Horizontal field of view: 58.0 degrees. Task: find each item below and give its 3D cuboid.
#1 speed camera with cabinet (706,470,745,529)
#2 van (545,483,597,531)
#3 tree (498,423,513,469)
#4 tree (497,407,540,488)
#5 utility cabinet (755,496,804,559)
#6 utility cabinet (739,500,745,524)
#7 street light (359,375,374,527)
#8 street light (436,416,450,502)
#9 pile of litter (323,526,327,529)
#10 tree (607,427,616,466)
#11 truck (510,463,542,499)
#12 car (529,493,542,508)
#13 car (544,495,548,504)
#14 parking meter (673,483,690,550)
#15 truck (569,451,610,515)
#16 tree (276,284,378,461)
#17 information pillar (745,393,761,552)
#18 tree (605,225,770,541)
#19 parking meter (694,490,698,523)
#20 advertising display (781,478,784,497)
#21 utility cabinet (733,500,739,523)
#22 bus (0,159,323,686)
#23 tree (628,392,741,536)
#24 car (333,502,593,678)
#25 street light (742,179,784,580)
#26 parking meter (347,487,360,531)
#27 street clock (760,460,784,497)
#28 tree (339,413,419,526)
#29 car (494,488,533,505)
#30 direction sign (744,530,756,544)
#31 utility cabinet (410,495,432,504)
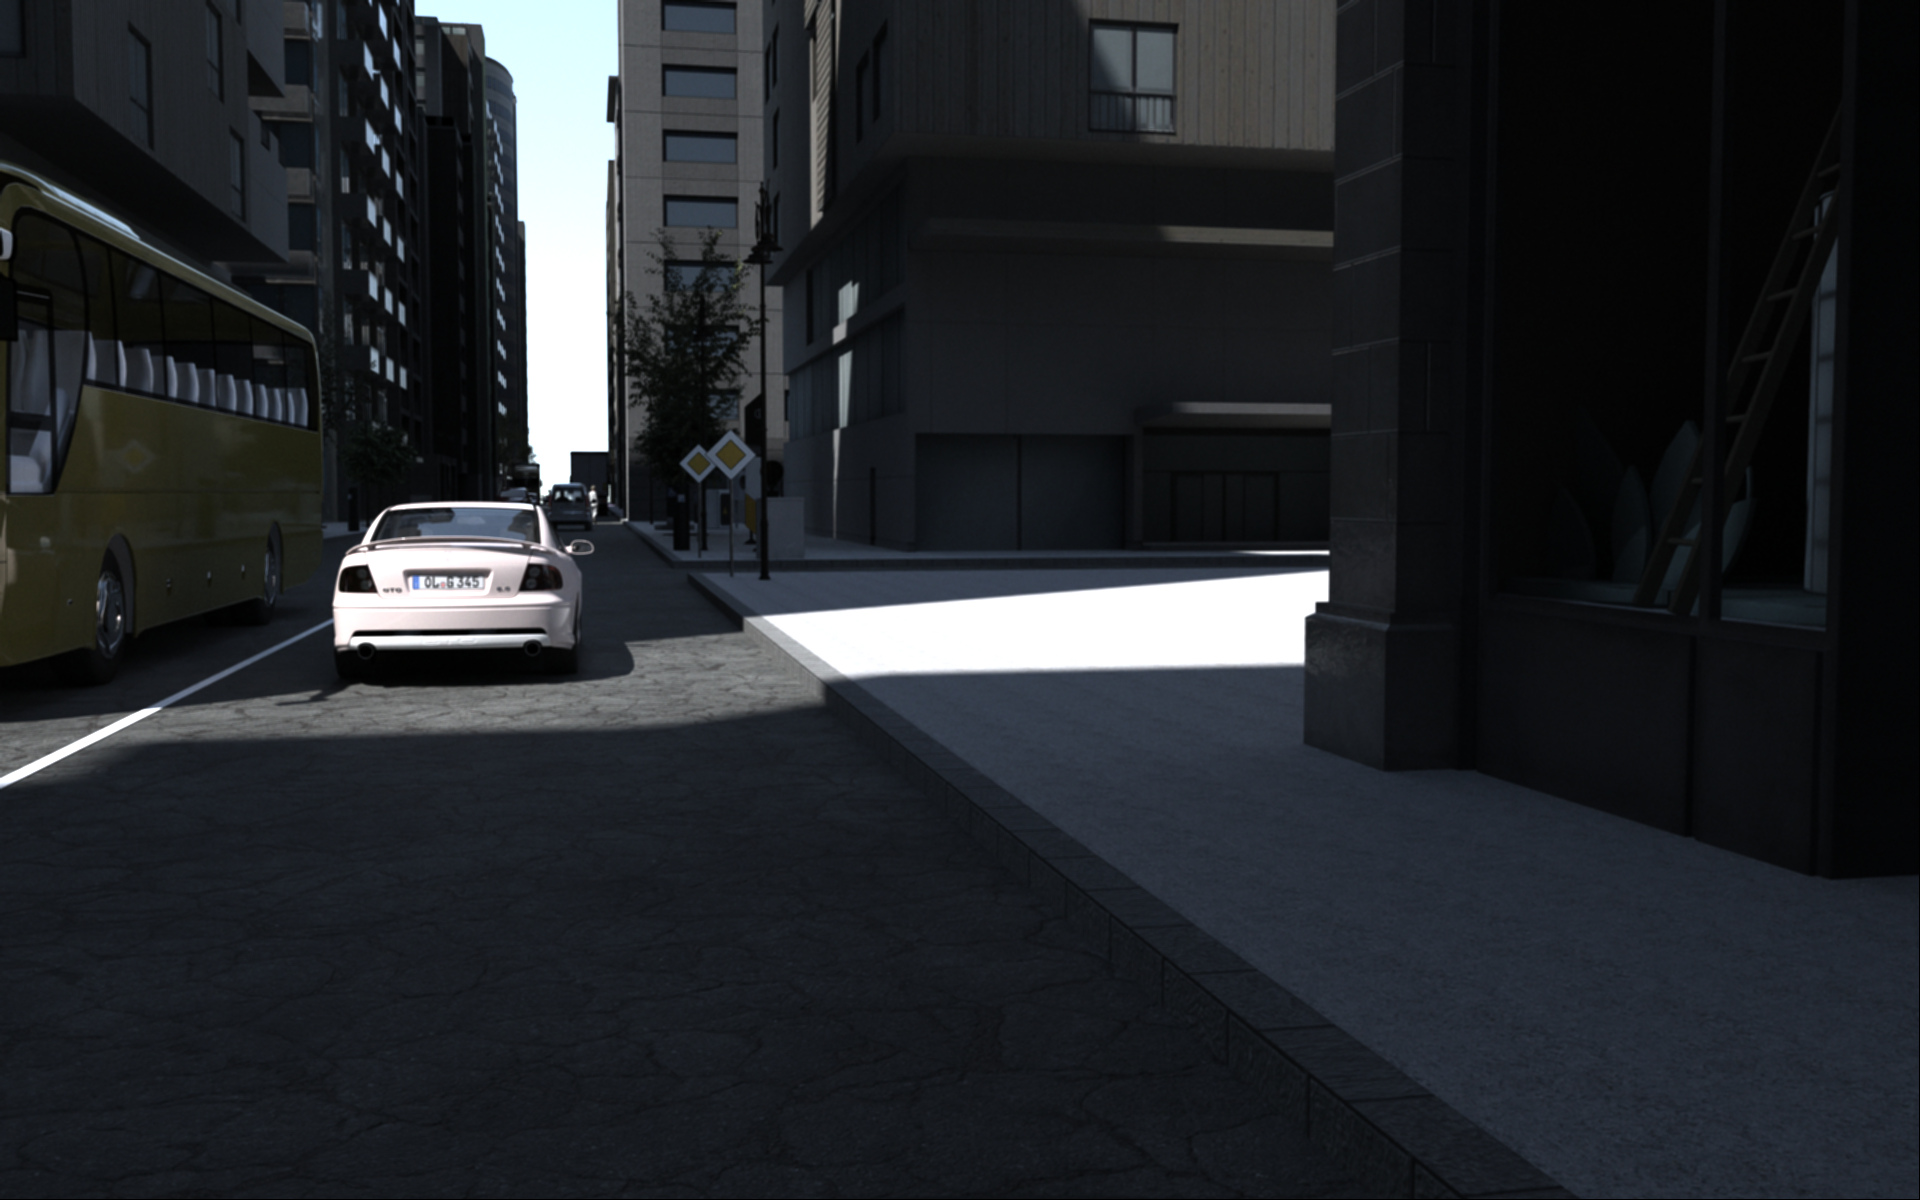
[{"bbox_3d":[-8.615,-4.273,64.196,0.660,3.252,2.038,2,4,27],"label":"speed camera with cabinet"},{"bbox_3d":[-15.446,-3.770,68.652,2.013,2.044,4.112,-1,4,-11],"label":"van"},{"bbox_3d":[-46.242,-13.471,170.615,4.737,8.622,4.395,0,3,0],"label":"tree"},{"bbox_3d":[-47.580,-15.143,181.992,8.767,10.594,7.601,3,5,42],"label":"tree"},{"bbox_3d":[-3.573,-1.420,34.371,1.020,1.237,0.306,-3,5,-45],"label":"utility cabinet"},{"bbox_3d":[-9.122,-3.867,74.383,0.306,1.237,1.020,0,4,4],"label":"utility cabinet"},{"bbox_3d":[-22.761,-5.726,66.412,0.468,5.910,1.993,-1,4,-12],"label":"street light"},{"bbox_3d":[-30.228,-7.835,100.891,0.468,5.910,1.993,-1,4,-12],"label":"street light"},{"bbox_3d":[-24.457,-3.108,64.786,1.719,0.858,1.176,2,4,35],"label":"pile of litter"},{"bbox_3d":[-37.056,-14.718,190.993,4.360,8.622,3.978,0,3,0],"label":"tree"},{"bbox_3d":[-40.053,-10.468,160.068,2.839,4.237,11.283,-1,4,-14],"label":"truck"},{"bbox_3d":[-30.433,-6.893,121.740,2.155,1.783,4.494,-1,4,-11],"label":"car"},{"bbox_3d":[-61.053,-14.997,257.782,1.945,1.354,3.894,-1,4,-10],"label":"car"},{"bbox_3d":[-6.361,-1.904,39.540,0.372,1.533,0.369,0,3,0],"label":"parking meter"},{"bbox_3d":[-25.412,-7.950,118.892,2.839,4.237,11.283,-1,4,-12],"label":"truck"},{"bbox_3d":[-22.788,-6.789,61.364,4.360,8.622,3.978,0,3,0],"label":"tree"},{"bbox_3d":[-4.538,-2.890,38.612,0.504,3.616,0.183,-1,4,-10],"label":"information pillar"},{"bbox_3d":[-7.295,-5.894,46.722,4.737,8.622,4.395,0,3,0],"label":"tree"},{"bbox_3d":[-11.589,-4.175,76.677,0.372,1.533,0.369,0,3,0],"label":"parking meter"},{"bbox_3d":[-6.725,-3.931,69.493,0.974,1.923,0.123,-3,4,-36],"label":"advertising display"},{"bbox_3d":[-9.843,-4.023,76.944,1.020,1.237,0.306,0,4,-4],"label":"utility cabinet"},{"bbox_3d":[-8.195,-1.491,15.930,2.896,3.916,12.252,-1,4,-11],"label":"bus"},{"bbox_3d":[-8.661,-4.307,54.134,4.285,4.588,4.351,0,3,0],"label":"tree"},{"bbox_3d":[-4.236,-0.161,15.000,2.083,1.381,4.827,-1,4,-12],"label":"car"},{"bbox_3d":[-2.930,-3.242,25.792,0.468,5.910,1.993,-1,4,-12],"label":"street light"},{"bbox_3d":[-20.885,-3.132,59.623,0.372,1.533,0.369,0,3,0],"label":"parking meter"},{"bbox_3d":[-4.052,-2.005,37.358,0.471,2.002,0.358,-1,4,-19],"label":"street clock"},{"bbox_3d":[-23.737,-5.316,70.629,4.285,4.588,4.351,0,3,0],"label":"tree"},{"bbox_3d":[-26.833,-5.843,104.208,2.281,1.827,5.304,-1,4,-12],"label":"car"},{"bbox_3d":[-5.347,-3.197,44.276,0.379,3.537,0.876,-1,4,-8],"label":"direction sign"},{"bbox_3d":[-26.890,-4.602,86.411,1.020,1.237,0.306,0,4,6],"label":"utility cabinet"}]
